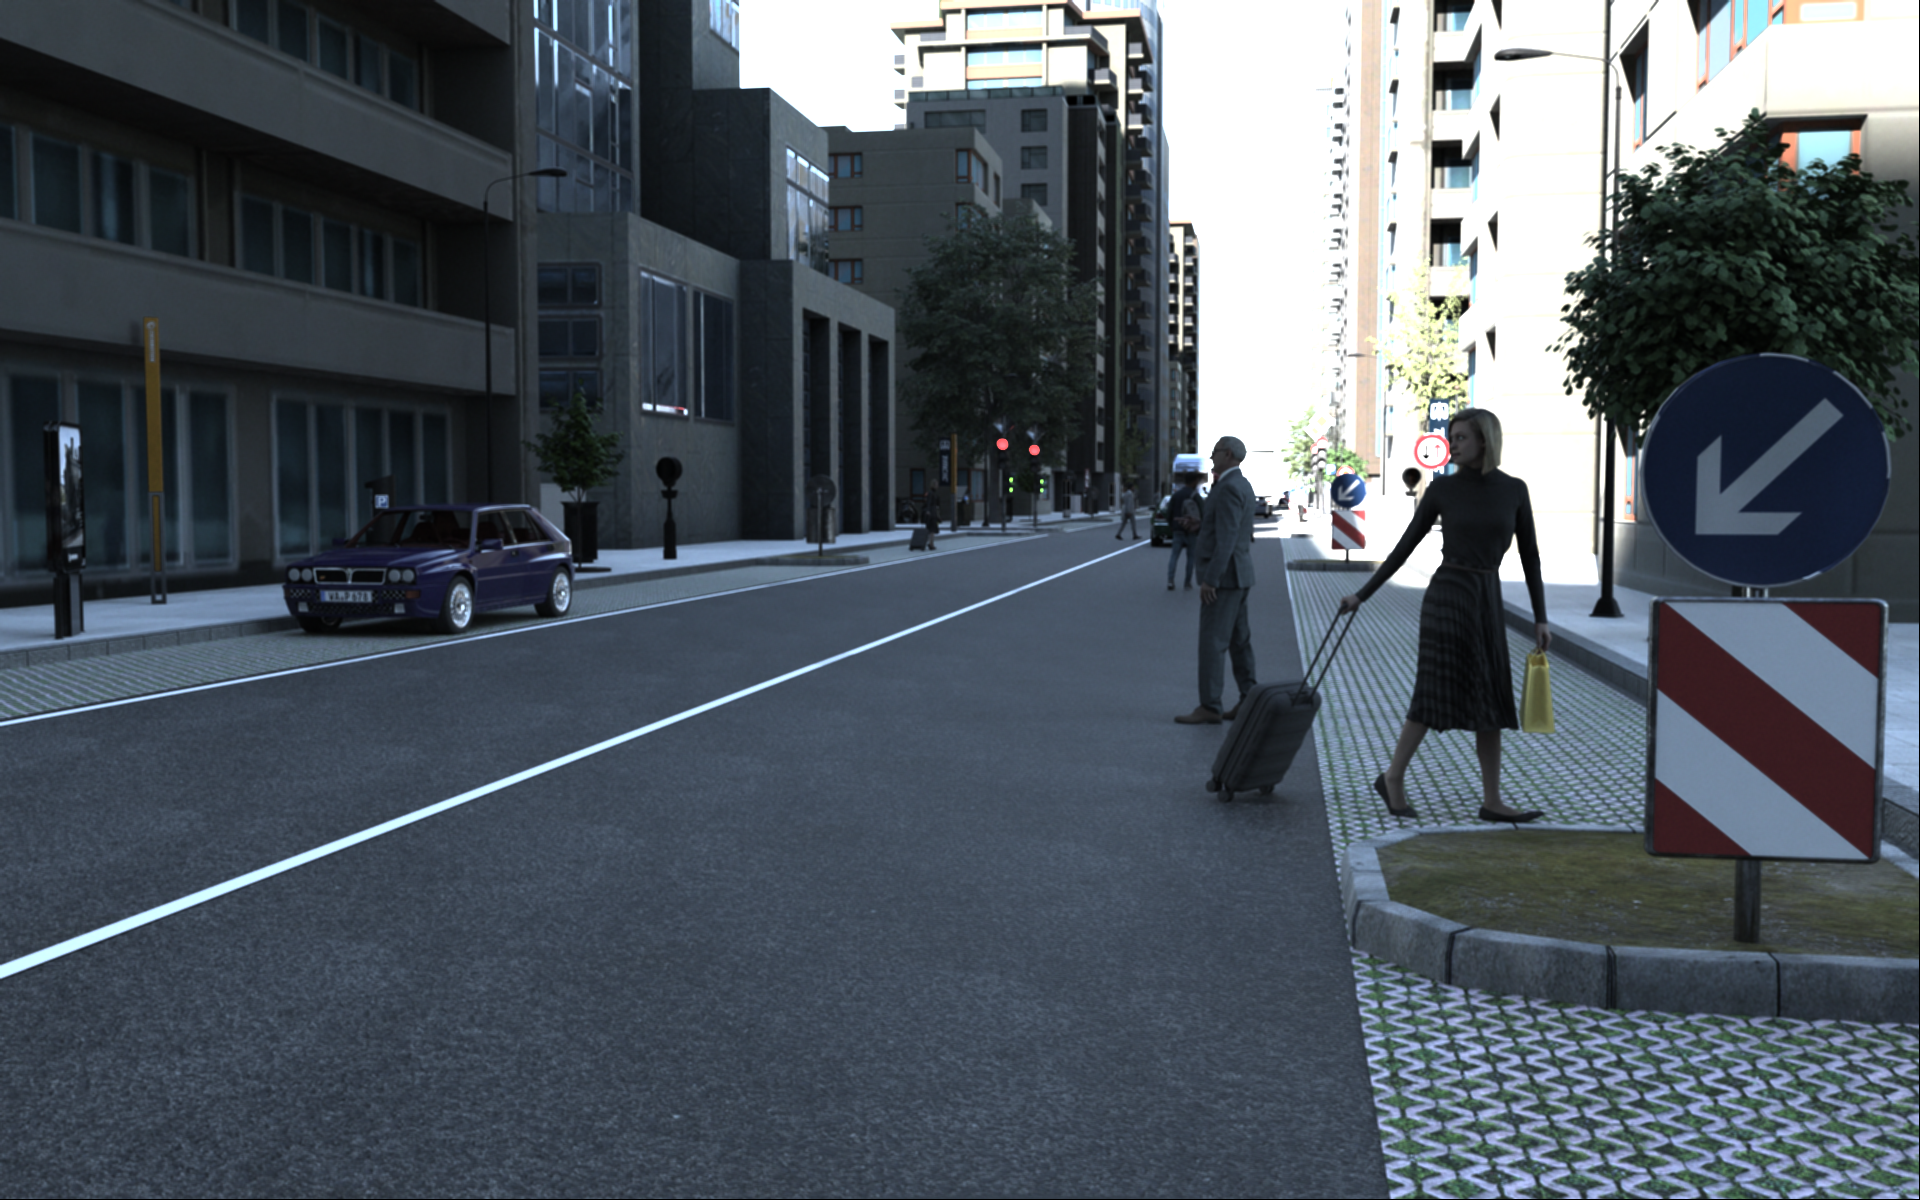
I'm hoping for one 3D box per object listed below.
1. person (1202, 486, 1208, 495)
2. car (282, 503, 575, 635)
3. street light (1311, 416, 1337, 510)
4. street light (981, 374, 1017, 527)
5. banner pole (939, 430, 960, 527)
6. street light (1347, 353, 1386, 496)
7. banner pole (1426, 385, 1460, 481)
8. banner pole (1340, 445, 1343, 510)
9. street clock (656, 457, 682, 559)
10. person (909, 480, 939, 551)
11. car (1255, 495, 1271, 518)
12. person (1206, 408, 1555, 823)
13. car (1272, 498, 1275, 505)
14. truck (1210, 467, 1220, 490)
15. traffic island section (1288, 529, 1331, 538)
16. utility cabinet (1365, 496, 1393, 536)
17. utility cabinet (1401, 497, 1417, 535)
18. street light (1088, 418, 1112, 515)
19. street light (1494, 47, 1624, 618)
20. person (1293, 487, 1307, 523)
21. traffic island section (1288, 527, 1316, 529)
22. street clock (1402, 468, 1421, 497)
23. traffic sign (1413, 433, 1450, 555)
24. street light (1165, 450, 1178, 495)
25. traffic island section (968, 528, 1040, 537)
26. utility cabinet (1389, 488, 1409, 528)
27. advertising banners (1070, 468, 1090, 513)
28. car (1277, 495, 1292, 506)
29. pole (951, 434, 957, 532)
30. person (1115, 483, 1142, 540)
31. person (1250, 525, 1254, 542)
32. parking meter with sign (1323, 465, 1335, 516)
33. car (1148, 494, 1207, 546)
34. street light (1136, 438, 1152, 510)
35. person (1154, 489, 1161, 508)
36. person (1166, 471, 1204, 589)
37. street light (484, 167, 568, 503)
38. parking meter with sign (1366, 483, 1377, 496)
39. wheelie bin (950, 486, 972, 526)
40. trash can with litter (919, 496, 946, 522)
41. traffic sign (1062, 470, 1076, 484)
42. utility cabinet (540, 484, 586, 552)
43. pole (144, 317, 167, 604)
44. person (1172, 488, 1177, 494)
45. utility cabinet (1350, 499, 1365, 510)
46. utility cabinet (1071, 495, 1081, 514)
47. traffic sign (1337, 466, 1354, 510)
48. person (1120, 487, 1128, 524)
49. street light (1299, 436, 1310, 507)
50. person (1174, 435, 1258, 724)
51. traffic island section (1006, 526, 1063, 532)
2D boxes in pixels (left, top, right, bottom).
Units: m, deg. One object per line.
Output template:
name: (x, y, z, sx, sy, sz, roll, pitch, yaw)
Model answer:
person: (12.411, -4.823, 87.314, 0.822, 1.834, 0.622, 1, 4, 9)
car: (-5.676, -0.387, 18.907, 1.945, 1.354, 3.894, 1, 4, 11)
street light: (21.327, -7.843, 100.777, 1.470, 5.913, 1.316, 1, 4, 10)
street light: (1.530, -5.798, 67.342, 1.470, 5.913, 1.316, 1, 4, 10)
banner pole: (-0.425, -4.726, 67.289, 0.863, 3.779, 0.401, 1, 4, 12)
street light: (13.459, -5.177, 57.191, 1.470, 5.913, 1.316, 1, 4, 10)
banner pole: (11.196, -3.053, 39.934, 0.863, 3.779, 0.401, 0, 4, 2)
banner pole: (19.613, -6.060, 89.100, 0.401, 3.779, 0.863, 1, 4, 13)
street clock: (-5.717, -1.805, 34.086, 0.471, 2.002, 0.358, 2, 4, 26)
person: (-0.872, -2.152, 43.896, 0.699, 1.804, 1.509, 2, 4, 29)
car: (17.653, -5.631, 104.064, 2.014, 1.417, 4.499, 1, 4, 9)
person: (1.927, 0.057, 7.784, 1.509, 1.804, 0.699, 3, 5, 44)
car: (26.893, -8.870, 154.057, 2.155, 1.783, 4.494, 1, 4, 11)
truck: (27.914, -11.954, 184.356, 2.839, 4.237, 11.283, 1, 4, 10)
traffic island section: (12.004, -2.159, 57.579, 2.009, 0.180, 2.903, 1, 4, 10)
utility cabinet: (12.959, -2.585, 53.427, 0.306, 1.237, 1.020, -1, 4, -17)
utility cabinet: (11.390, -2.001, 43.876, 0.306, 1.237, 1.020, 1, 4, 20)
street light: (8.573, -8.164, 106.020, 1.470, 5.913, 1.316, 1, 4, 10)
street light: (6.248, -2.785, 18.080, 1.470, 5.913, 1.316, 1, 4, 10)
person: (16.777, -4.693, 85.415, 0.473, 1.802, 0.592, -3, 5, -40)
traffic island section: (13.426, -2.640, 65.437, 2.009, 0.180, 2.903, 1, 4, 10)
street clock: (12.404, -2.634, 47.639, 0.471, 2.002, 0.358, 0, 4, -5)
traffic sign: (9.881, -2.216, 36.337, 0.768, 2.556, 0.104, 1, 4, 12)
street light: (22.170, -12.804, 181.882, 1.470, 5.913, 1.316, 1, 4, 10)
traffic island section: (1.484, -2.275, 59.481, 2.009, 0.180, 2.903, 1, 4, 10)
utility cabinet: (16.435, -3.440, 64.921, 0.318, 1.500, 1.173, 3, 4, 38)
advertising banners: (8.094, -7.389, 116.991, 0.090, 3.025, 2.074, 3, 5, 44)
car: (36.481, -11.086, 193.837, 1.945, 1.354, 3.894, 1, 4, 10)
pole: (-0.208, -3.974, 58.813, 0.158, 3.312, 0.155, 0, 3, 0)
person: (5.287, -2.788, 54.351, 0.850, 1.792, 0.678, -1, 4, -18)
person: (8.498, -2.641, 51.649, 0.622, 1.834, 0.822, 0, 4, 0)
parking meter with sign: (22.153, -6.601, 104.194, 0.543, 3.016, 1.738, 0, 4, 3)
car: (6.330, -2.253, 48.640, 2.131, 1.459, 4.920, 1, 4, 9)
street light: (15.308, -10.464, 143.633, 1.470, 5.913, 1.316, 1, 4, 10)
person: (14.187, -7.087, 124.559, 0.511, 1.800, 0.466, 1, 4, 20)
person: (3.398, -1.051, 26.034, 0.623, 1.781, 0.721, 1, 4, 14)
street light: (-6.266, -3.201, 24.873, 1.470, 5.913, 1.316, 1, 4, 10)
parking meter with sign: (27.553, -7.316, 115.880, 1.738, 3.016, 0.543, 0, 4, 0)
wheelie bin: (0.049, -3.738, 69.020, 0.980, 1.594, 0.693, 3, 4, 38)
trash can with litter: (-1.463, -4.293, 81.255, 1.678, 1.210, 2.233, 3, 4, 37)
traffic sign: (5.802, -5.665, 92.733, 0.768, 2.556, 0.104, 1, 4, 20)
utility cabinet: (-8.643, -1.750, 37.295, 0.318, 1.500, 1.173, 3, 5, 44)
pole: (-9.349, -1.607, 20.118, 0.158, 3.312, 0.155, 0, 3, 0)
person: (11.964, -5.369, 96.764, 0.782, 1.767, 0.515, 1, 4, 11)
utility cabinet: (18.788, -4.297, 81.410, 1.020, 1.237, 0.306, -3, 4, -37)
utility cabinet: (7.640, -6.308, 114.299, 0.306, 1.237, 1.020, 2, 4, 31)
traffic sign: (17.610, -4.831, 79.092, 0.768, 2.556, 0.104, 1, 4, 12)
person: (7.900, -4.566, 83.706, 0.362, 1.759, 0.519, -1, 4, -22)
street light: (28.175, -10.183, 139.028, 1.470, 5.913, 1.316, 1, 4, 10)
person: (1.606, -0.138, 10.934, 0.590, 1.801, 0.661, 1, 4, 20)
traffic island section: (2.906, -2.756, 67.339, 2.009, 0.180, 2.903, 1, 4, 10)
